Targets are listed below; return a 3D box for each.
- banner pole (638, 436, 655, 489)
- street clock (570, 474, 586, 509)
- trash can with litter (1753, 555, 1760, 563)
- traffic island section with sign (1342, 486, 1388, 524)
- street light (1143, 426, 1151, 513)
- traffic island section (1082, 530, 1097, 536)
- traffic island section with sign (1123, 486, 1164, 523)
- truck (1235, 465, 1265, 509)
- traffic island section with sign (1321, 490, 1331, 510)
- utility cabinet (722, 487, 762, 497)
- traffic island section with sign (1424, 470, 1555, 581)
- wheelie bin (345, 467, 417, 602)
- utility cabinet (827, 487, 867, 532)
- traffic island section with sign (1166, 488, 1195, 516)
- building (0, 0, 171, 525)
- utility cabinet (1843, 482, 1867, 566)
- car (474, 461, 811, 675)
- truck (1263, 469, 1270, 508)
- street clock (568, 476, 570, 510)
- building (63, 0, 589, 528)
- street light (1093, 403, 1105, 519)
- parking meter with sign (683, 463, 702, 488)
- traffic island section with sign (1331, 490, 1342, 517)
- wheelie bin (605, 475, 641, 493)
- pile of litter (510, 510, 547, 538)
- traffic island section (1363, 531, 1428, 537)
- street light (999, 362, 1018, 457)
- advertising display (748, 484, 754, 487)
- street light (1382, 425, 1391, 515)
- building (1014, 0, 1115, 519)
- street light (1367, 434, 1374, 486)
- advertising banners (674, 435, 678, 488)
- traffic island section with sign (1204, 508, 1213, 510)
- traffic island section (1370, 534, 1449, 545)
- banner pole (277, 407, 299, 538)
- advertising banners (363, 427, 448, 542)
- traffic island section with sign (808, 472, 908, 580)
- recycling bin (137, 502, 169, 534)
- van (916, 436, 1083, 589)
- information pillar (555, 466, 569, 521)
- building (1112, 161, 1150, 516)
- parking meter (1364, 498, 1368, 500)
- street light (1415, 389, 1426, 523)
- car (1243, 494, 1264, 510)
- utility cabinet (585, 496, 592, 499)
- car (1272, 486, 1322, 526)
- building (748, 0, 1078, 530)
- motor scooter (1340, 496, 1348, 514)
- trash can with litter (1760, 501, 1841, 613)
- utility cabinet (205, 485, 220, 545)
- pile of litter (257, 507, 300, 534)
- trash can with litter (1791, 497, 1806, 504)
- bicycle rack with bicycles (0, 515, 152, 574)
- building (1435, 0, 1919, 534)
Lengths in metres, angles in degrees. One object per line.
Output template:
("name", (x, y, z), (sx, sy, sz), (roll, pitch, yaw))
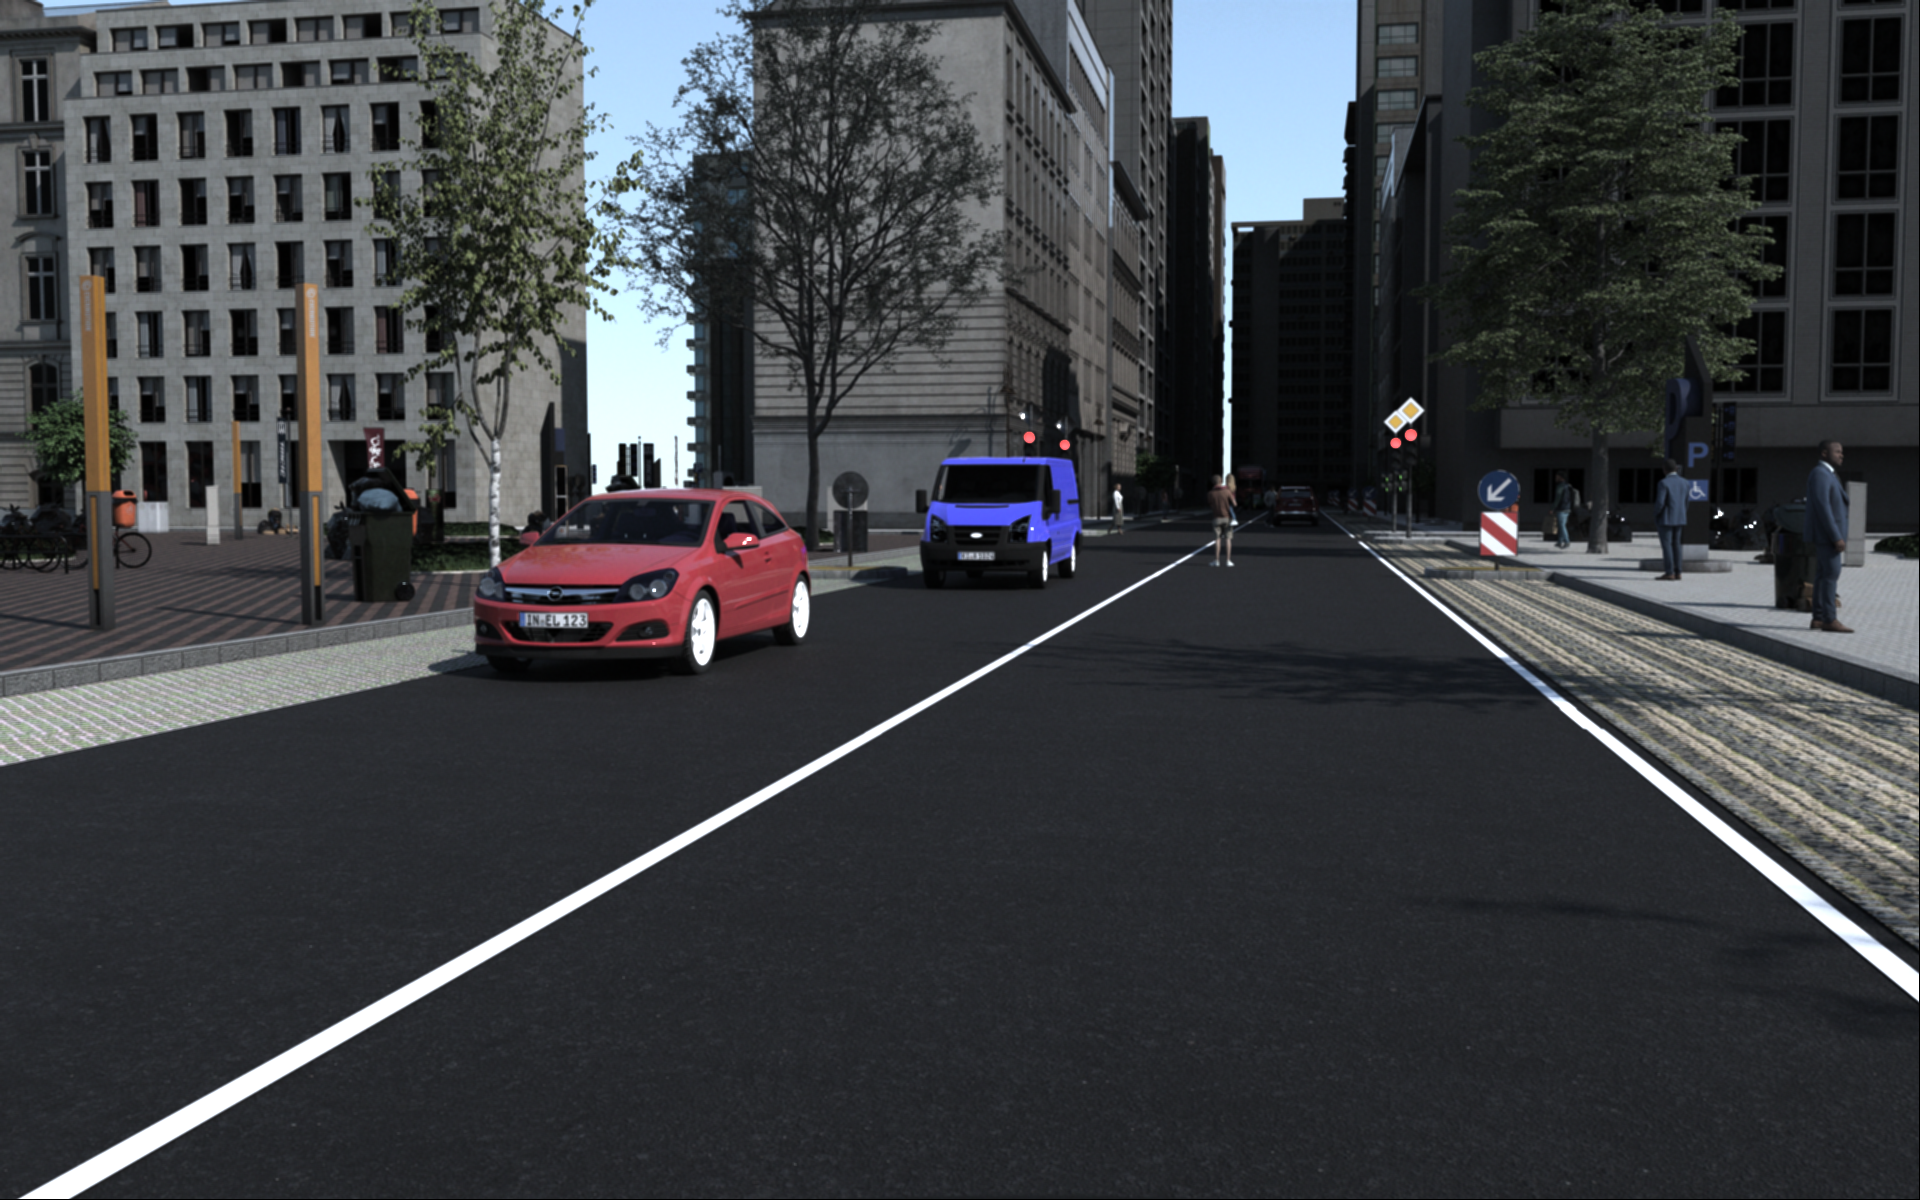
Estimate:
("banner pole", (-13.609, -5.190, 74.873), (0.863, 3.779, 0.401), (-2, 4, -24))
("street clock", (-13.842, -3.581, 63.114), (0.358, 2.002, 0.471), (-3, 4, -38))
("trash can with litter", (15.249, -1.253, 31.872), (1.055, 1.170, 0.624), (0, 4, 1))
("traffic island section with sign", (19.434, -4.535, 82.779), (1.989, 1.847, 2.006), (1, 4, 11))
("street light", (12.428, -8.686, 114.800), (0.468, 5.910, 1.993), (1, 4, 11))
("traffic island section", (3.653, -2.323, 60.268), (2.009, 0.180, 2.903), (1, 4, 11))
("traffic island section with sign", (8.882, -4.680, 85.149), (1.989, 1.847, 2.006), (1, 4, 11))
("truck", (28.496, -11.065, 169.822), (2.839, 4.237, 11.283), (1, 4, 11))
("traffic island section with sign", (34.264, -9.159, 158.371), (1.989, 1.847, 2.006), (1, 4, 11))
("utility cabinet", (-6.568, -2.667, 52.287), (1.173, 1.500, 0.318), (0, 4, -6))
("traffic island section with sign", (9.005, -1.283, 29.601), (1.989, 1.847, 2.006), (1, 4, 11))
("wheelie bin", (-6.935, -0.784, 20.732), (0.693, 1.594, 0.980), (-3, 5, -39))
("utility cabinet", (-3.435, -2.694, 52.725), (1.173, 1.500, 0.318), (1, 4, 11))
("traffic island section with sign", (14.174, -6.333, 112.174), (1.989, 1.847, 2.006), (1, 4, 11))
("building", (-50.284, -15.768, 76.898), (34.723, 24.649, 14.460), (1, 4, 11))
("utility cabinet", (16.025, -1.365, 30.991), (0.318, 1.500, 1.173), (2, 4, 25))
("car", (-2.646, -0.376, 15.190), (2.155, 1.783, 4.494), (1, 4, 11))
("truck", (32.599, -12.258, 190.178), (2.967, 4.110, 18.799), (1, 4, 11))
("street clock", (-15.711, -3.998, 69.944), (0.358, 2.002, 0.471), (0, 3, 0))
("building", (-25.183, -13.187, 70.363), (16.860, 20.320, 10.420), (1, 4, 11))
("street light", (7.044, -7.037, 87.845), (0.468, 5.910, 1.993), (1, 4, 11))
("parking meter with sign", (-15.307, -6.231, 98.131), (0.543, 3.016, 1.738), (-3, 5, -43))
("traffic island section with sign", (24.635, -6.153, 109.229), (1.989, 1.847, 2.006), (1, 4, 11))
("wheelie bin", (-5.569, -1.288, 28.970), (0.693, 1.594, 0.980), (-2, 4, -27))
("pile of litter", (-11.662, -2.016, 46.928), (1.176, 0.858, 1.719), (-3, 4, -38))
("traffic island section", (14.586, -2.192, 58.127), (2.009, 0.180, 2.903), (1, 4, 11))
("street light", (1.688, -5.388, 60.883), (0.468, 5.910, 1.993), (1, 4, 11))
("advertising display", (-13.214, -6.403, 109.906), (0.123, 1.923, 0.974), (-2, 4, -32))
("street light", (25.603, -8.025, 104.000), (0.468, 5.910, 1.993), (1, 4, 11))
("building", (0.837, -16.598, 89.407), (12.078, 24.808, 19.932), (1, 4, 11))
("street light", (31.021, -9.666, 130.833), (0.468, 5.910, 1.993), (1, 4, 11))
("advertising banners", (-8.539, -3.460, 52.752), (0.090, 3.025, 2.074), (0, 4, -2))
("traffic island section with sign", (23.631, -9.282, 160.386), (1.989, 1.847, 2.006), (1, 4, 11))
("traffic island section", (13.049, -1.713, 50.290), (2.009, 0.180, 2.903), (1, 4, 11))
("banner pole", (-19.448, -3.666, 49.948), (0.401, 3.779, 0.863), (1, 4, 8))
("advertising banners", (-14.668, -3.036, 45.832), (2.074, 3.025, 0.090), (-1, 4, -15))
("traffic island section with sign", (-1.974, -1.296, 29.821), (1.989, 1.847, 2.006), (1, 4, 11))
("recycling bin", (-26.389, -2.696, 56.629), (0.722, 1.027, 0.722), (0, 4, 1))
("van", (0.730, -1.448, 28.054), (2.240, 2.365, 5.245), (1, 4, 11))
("information pillar", (-10.282, -2.463, 44.760), (0.304, 2.012, 0.304), (0, 4, -5))
("building", (5.564, -17.148, 109.246), (11.050, 23.489, 19.941), (1, 4, 11))
("parking meter", (30.048, -7.309, 127.918), (0.372, 1.533, 0.369), (0, 3, 0))
("street light", (20.136, -6.318, 76.080), (0.468, 5.910, 1.993), (1, 4, 11))
("car", (27.290, -9.297, 160.796), (1.959, 1.807, 4.718), (1, 4, 11))
("utility cabinet", (-15.604, -3.832, 73.816), (0.306, 1.237, 1.020), (1, 4, 16))
("car", (15.292, -4.291, 78.825), (2.281, 1.827, 5.304), (1, 4, 12))
("building", (-1.264, -13.537, 70.479), (9.793, 20.994, 18.267), (1, 4, 11))
("motor scooter", (27.512, -6.778, 123.605), (0.815, 1.314, 1.986), (1, 4, 10))
("trash can with litter", (9.413, -0.473, 19.121), (0.624, 1.170, 1.055), (0, 4, 1))
("utility cabinet", (-18.955, -2.153, 43.882), (0.318, 1.500, 1.173), (-2, 4, -24))
("pile of litter", (-21.885, -2.560, 55.814), (1.719, 0.858, 1.176), (-3, 5, -42))
("trash can with litter", (22.502, -2.112, 45.593), (1.678, 1.210, 2.233), (-3, 5, -44))
("bicycle rack with bicycles", (-15.459, -0.949, 28.892), (2.925, 0.926, 2.852), (0, 3, 0))
("building", (29.766, -16.358, 60.967), (24.014, 27.812, 14.314), (1, 4, 11))
